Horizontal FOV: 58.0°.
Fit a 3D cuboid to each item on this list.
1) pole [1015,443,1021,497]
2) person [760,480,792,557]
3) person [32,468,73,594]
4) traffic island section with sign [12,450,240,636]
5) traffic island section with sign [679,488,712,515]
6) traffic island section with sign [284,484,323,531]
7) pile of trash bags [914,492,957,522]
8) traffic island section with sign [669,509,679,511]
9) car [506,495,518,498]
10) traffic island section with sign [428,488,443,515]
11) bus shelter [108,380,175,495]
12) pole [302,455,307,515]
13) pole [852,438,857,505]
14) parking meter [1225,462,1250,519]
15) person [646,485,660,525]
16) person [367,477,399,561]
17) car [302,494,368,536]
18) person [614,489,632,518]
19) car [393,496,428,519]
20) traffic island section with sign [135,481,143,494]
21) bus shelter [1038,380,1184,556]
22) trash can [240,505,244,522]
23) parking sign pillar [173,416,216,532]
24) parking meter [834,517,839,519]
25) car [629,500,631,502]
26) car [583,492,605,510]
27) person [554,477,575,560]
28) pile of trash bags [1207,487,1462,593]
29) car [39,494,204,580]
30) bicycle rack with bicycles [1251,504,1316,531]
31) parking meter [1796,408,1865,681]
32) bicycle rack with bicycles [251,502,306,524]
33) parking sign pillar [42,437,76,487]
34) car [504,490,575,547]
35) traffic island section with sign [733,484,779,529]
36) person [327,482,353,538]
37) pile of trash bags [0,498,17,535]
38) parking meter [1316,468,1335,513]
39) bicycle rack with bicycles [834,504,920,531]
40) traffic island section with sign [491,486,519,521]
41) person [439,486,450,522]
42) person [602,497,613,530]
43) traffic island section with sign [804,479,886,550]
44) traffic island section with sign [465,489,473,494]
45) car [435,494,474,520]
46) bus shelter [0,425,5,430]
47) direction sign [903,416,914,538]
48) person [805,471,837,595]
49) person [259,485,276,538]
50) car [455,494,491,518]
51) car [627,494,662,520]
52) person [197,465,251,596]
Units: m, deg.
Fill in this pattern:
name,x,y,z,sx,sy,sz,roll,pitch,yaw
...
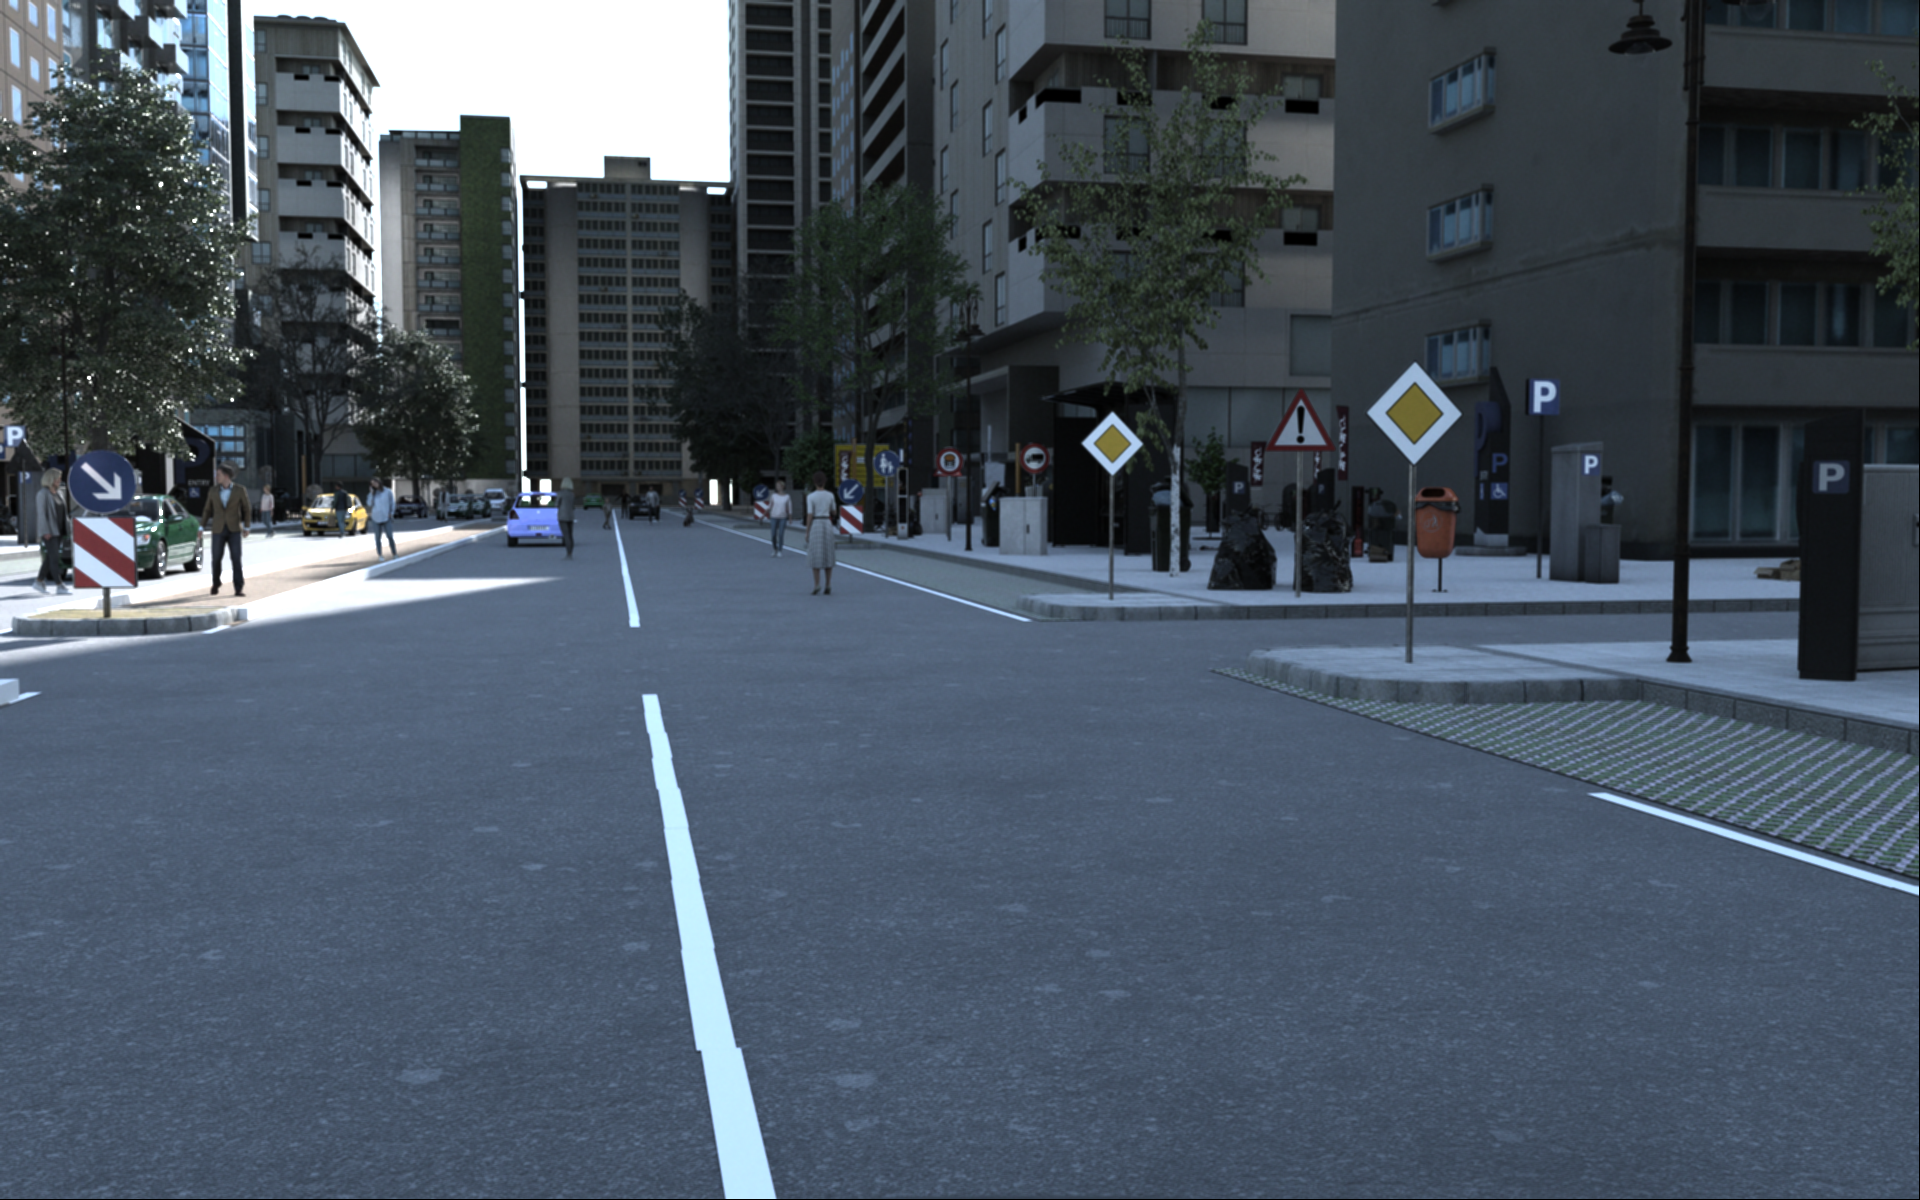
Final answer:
name,x,y,z,sx,sy,sz,roll,pitch,yaw
pole,2.324,-4.606,69.157,0.158,3.312,0.155,0,3,0
person,-4.188,-1.851,39.428,0.731,1.740,0.598,0,4,-5
person,-12.996,-0.991,24.879,0.728,1.800,0.709,1,4,11
traffic island section with sign,-8.955,-0.633,18.493,2.006,1.907,1.989,-1,4,-11
traffic island section with sign,-18.449,-6.900,121.450,1.989,1.847,2.006,-1,4,-11
traffic island section with sign,-25.505,-3.656,68.403,1.989,1.847,2.006,-1,4,-11
pile of trash bags,-1.237,-4.281,79.744,1.912,1.369,3.447,-2,4,-24
traffic island section with sign,-23.920,-8.554,148.491,1.989,1.847,2.006,-1,4,-11
car,-36.320,-7.793,139.780,2.083,1.381,4.827,-1,4,-11
traffic island section with sign,-35.522,-6.689,117.987,1.989,1.847,2.006,-1,4,-11
bus shelter,-29.196,-5.181,62.335,2.179,5.291,8.768,-1,4,-11
pole,-34.264,-5.914,90.529,0.158,3.312,0.155,0,3,0
pole,-3.831,-4.221,62.862,0.158,3.312,0.155,0,3,0
parking meter,5.005,-1.561,31.234,0.399,1.863,0.255,0,4,-5
person,-14.442,-4.470,81.425,0.661,1.843,0.795,1,4,12
person,-12.262,-1.717,36.844,0.793,1.790,0.793,-3,5,-41
car,-21.761,-3.065,60.342,2.015,1.641,3.980,-1,4,-11
person,-19.959,-5.742,102.911,1.217,1.766,0.721,0,4,6
car,-32.670,-5.524,102.897,1.945,1.354,3.894,-1,4,-10
traffic island section with sign,-20.105,-2.023,41.698,1.989,1.847,2.006,-1,4,-11
bus shelter,3.331,-2.922,39.051,1.731,3.624,6.357,-1,4,-11
trash can,-33.007,-4.127,79.128,0.748,1.137,0.748,0,3,0
parking sign pillar,-26.303,-4.347,59.542,1.447,3.967,1.447,-1,4,-13
parking meter,-6.191,-4.840,87.550,0.372,1.533,0.369,0,3,0
car,-21.189,-6.506,116.152,2.009,1.686,4.222,-1,4,-11
car,-33.566,-9.177,158.834,1.959,1.807,4.718,-1,4,-10
person,-8.621,-1.771,37.636,0.526,1.800,0.537,3,5,40
pile of trash bags,4.979,-0.825,23.243,3.447,1.369,1.912,2,4,30
car,-14.690,-1.147,30.550,2.131,1.459,4.920,-1,4,-12
bicycle rack with bicycles,11.692,-2.907,60.911,2.852,0.926,2.925,0,4,-7
parking meter,6.011,-0.384,11.992,0.399,1.863,0.255,2,4,31
bicycle rack with bicycles,-30.964,-3.962,78.167,2.925,0.926,2.852,3,4,37
parking sign pillar,-35.652,-4.907,68.704,1.447,3.967,1.447,2,4,34
car,-11.740,-2.370,48.335,1.945,1.707,3.694,-1,4,-13
traffic island section with sign,-8.396,-3.858,71.704,1.989,1.847,2.006,-1,4,-11
person,-20.313,-2.947,56.670,0.794,1.824,0.713,-3,5,-42
pile of trash bags,-30.963,-2.711,54.081,3.447,1.369,1.912,3,5,40
parking meter,8.329,-2.068,39.519,0.255,1.863,0.399,-2,4,-28
bicycle rack with bicycles,-2.681,-2.903,60.839,2.925,0.926,2.852,1,4,14
traffic island section with sign,-23.852,-5.138,92.146,2.006,1.907,1.989,-1,4,-11
person,-26.363,-4.901,88.501,0.514,1.842,0.818,-2,4,-28
person,-14.276,-3.513,70.203,0.640,1.303,0.475,3,4,36
traffic island section with sign,-3.057,-2.242,45.280,1.989,1.847,2.006,-1,4,-11
traffic island section with sign,-40.901,-8.313,144.553,1.989,1.847,2.006,-1,4,-11
car,-28.411,-5.240,97.476,2.131,1.459,4.920,-1,4,-12
bus shelter,-22.624,-2.657,37.371,2.014,3.302,5.546,-1,4,-11
direction sign,-1.524,-3.587,50.643,0.379,3.537,0.876,-1,4,-18
person,-2.002,-0.958,24.730,0.480,1.755,0.524,-2,4,-28
person,-22.609,-2.901,56.602,0.731,1.740,0.598,1,4,20
car,-29.500,-5.700,104.988,2.131,1.459,4.920,-1,4,-10
car,-17.987,-5.438,98.690,2.009,1.686,4.222,-1,4,-10
person,-10.318,-0.971,24.283,0.656,1.842,0.836,-3,5,-45
